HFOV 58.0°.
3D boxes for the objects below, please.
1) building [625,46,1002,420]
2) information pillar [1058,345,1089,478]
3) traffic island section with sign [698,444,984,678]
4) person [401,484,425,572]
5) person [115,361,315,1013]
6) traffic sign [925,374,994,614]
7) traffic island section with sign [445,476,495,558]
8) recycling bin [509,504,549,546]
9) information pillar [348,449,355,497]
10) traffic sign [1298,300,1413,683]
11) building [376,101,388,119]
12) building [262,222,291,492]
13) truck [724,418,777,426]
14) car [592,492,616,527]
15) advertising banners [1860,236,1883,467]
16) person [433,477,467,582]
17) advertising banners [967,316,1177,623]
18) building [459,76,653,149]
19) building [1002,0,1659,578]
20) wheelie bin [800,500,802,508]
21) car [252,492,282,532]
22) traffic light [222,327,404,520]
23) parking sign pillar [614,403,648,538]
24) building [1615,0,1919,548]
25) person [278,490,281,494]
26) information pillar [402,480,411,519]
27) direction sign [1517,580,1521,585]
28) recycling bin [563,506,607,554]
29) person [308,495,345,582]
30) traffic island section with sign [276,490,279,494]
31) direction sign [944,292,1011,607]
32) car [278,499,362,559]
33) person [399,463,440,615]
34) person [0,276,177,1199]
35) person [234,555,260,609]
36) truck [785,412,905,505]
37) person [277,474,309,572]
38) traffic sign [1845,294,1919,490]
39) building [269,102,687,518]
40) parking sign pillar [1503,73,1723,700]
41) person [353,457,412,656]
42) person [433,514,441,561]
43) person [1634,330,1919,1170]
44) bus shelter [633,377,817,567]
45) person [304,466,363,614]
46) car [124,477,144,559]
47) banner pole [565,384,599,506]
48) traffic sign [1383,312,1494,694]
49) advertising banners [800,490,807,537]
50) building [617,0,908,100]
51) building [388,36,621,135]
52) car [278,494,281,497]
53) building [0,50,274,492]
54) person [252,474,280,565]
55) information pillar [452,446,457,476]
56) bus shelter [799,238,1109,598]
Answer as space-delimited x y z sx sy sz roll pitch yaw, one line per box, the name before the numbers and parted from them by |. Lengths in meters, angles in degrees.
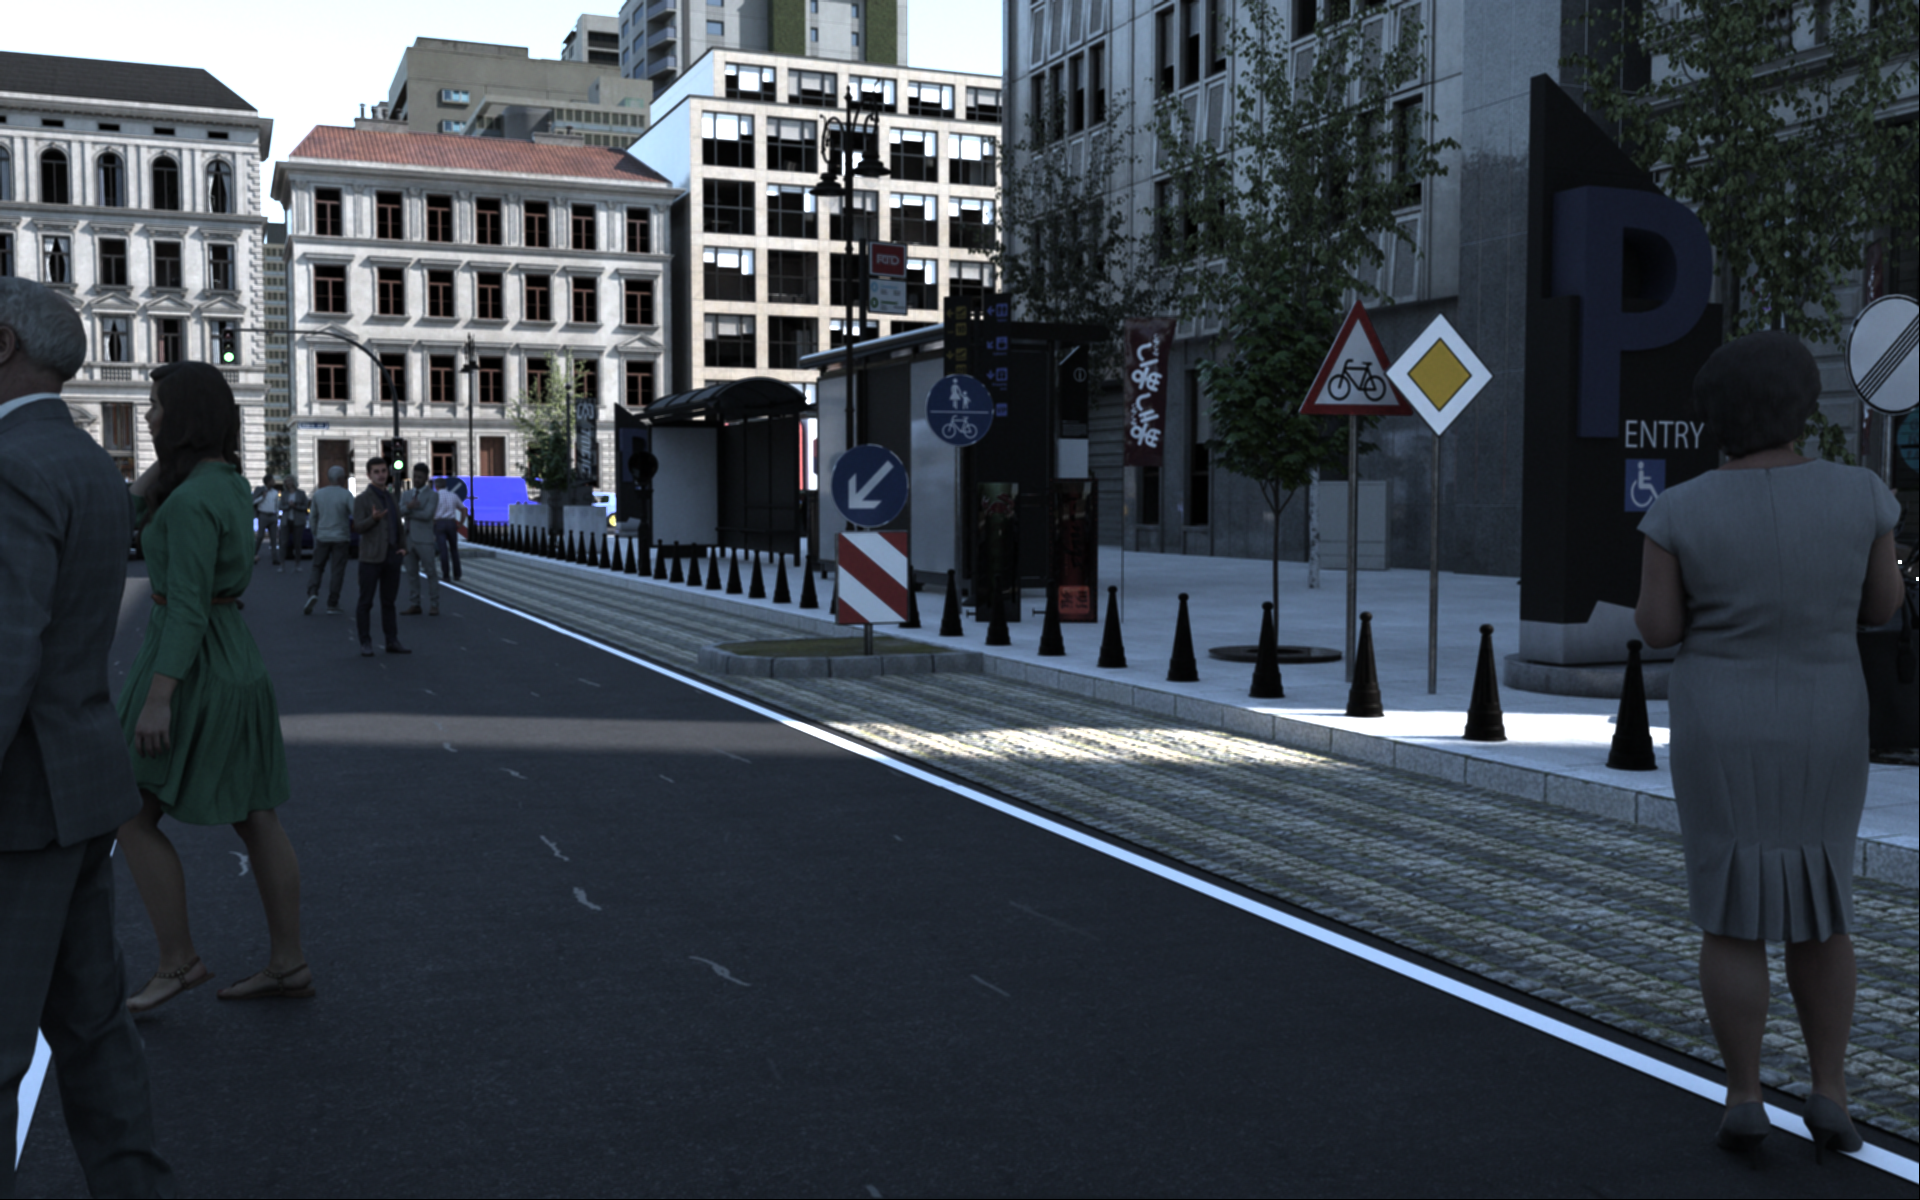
building | -3.004 -18.769 111.395 34.151 26.468 19.350 -1 4 -23
information pillar | 1.712 -2.119 26.008 0.504 3.616 0.183 -2 4 -26
traffic island section with sign | -1.104 -0.352 14.387 1.989 1.847 2.006 -1 4 -23
person | -10.027 -1.395 31.899 0.643 1.750 0.593 2 4 28
person | -2.084 0.242 4.786 0.529 1.795 0.600 -1 4 -20
traffic sign | -0.019 -1.122 18.456 0.768 2.556 0.104 -1 4 -19
traffic island section with sign | -11.668 -1.869 39.194 1.989 1.847 2.006 -1 4 -23
recycling bin | -10.776 -1.878 43.264 0.722 1.027 0.722 3 5 41
information pillar | -31.384 -5.993 89.335 0.183 3.616 0.504 1 4 10
traffic sign | 2.658 -0.717 11.722 0.884 2.594 0.081 -1 4 -20
building | -70.915 -43.632 255.386 28.212 58.520 21.231 -1 4 -23
building | -97.212 -34.203 251.092 23.993 40.220 32.217 -1 4 -23
truck | -6.580 -4.660 65.104 11.283 4.237 2.839 -2 4 -24
car | -16.362 -3.982 74.689 3.694 1.707 1.945 -2 4 -25
advertising banners | 6.573 -1.017 12.818 0.090 3.025 2.074 1 4 19
person | -8.459 -1.158 28.369 0.756 1.711 0.436 -2 4 -33
advertising banners | 1.101 -1.285 17.194 2.074 3.025 0.090 0 4 7
building | -33.997 -28.961 165.389 32.217 40.220 23.993 -1 4 -23
building | 10.466 -13.373 36.663 12.078 24.808 19.932 -1 4 -23
wheelie bin | -4.006 -1.879 38.625 0.980 1.594 0.693 0 4 -2
car | -23.167 -2.889 56.830 3.694 1.707 1.945 -1 4 -22
traffic light | -17.912 -4.501 48.263 4.771 5.953 1.251 -1 4 -23
parking sign pillar | -9.543 -3.847 51.376 1.447 3.967 1.447 -2 4 -31
building | 17.744 -11.543 17.605 11.050 23.489 19.941 -1 4 -23
person | -54.703 -7.951 139.207 1.217 1.735 0.721 0 4 -5
information pillar | -27.980 -5.084 87.617 0.304 2.012 0.304 3 5 41
direction sign | 8.117 -1.989 24.516 0.379 3.537 0.876 1 4 23
recycling bin | -8.099 -1.523 37.453 0.722 1.027 0.722 -3 4 -37
person | -10.348 -1.019 28.395 0.776 1.435 0.726 0 4 3
traffic island section with sign | -74.380 -10.869 186.343 1.989 1.847 2.006 -1 4 -23
direction sign | 0.194 -1.698 19.760 0.876 3.537 0.379 2 4 32
car | -14.656 -1.653 39.609 1.945 1.354 3.894 -1 4 -23
person | -6.433 -0.724 20.515 0.511 1.800 0.466 0 4 3
person | -1.696 0.349 2.971 0.590 1.801 0.661 -1 4 -11
person | -9.085 -0.311 21.502 0.695 0.859 0.347 -3 5 -39
truck | -3.625 -4.412 61.054 11.283 4.237 2.839 -2 4 -24
person | -12.336 -1.429 32.049 0.537 1.800 0.526 0 4 -6
traffic sign | 5.957 -0.676 11.155 0.768 2.556 0.104 -1 4 -16
building | -27.088 -15.968 97.240 21.152 22.565 11.583 -1 4 -23
parking sign pillar | 4.361 -1.401 11.383 1.447 3.967 1.447 -1 4 -23
person | -5.073 -0.389 15.389 0.750 1.759 0.617 3 5 43
person | -11.267 -1.396 36.825 0.738 1.151 1.012 -3 5 -40
person | 1.837 0.311 3.775 0.716 1.782 0.532 1 4 16
bus shelter | -4.502 -2.360 32.505 2.014 3.302 5.546 -2 4 -23
person | -7.427 -0.719 20.737 0.782 1.767 0.515 0 4 1
car | -19.397 -1.862 39.123 2.281 1.827 5.304 -2 4 -25
banner pole | -8.713 -3.035 39.644 0.863 3.779 0.401 -1 4 -11
traffic sign | 3.033 -0.604 11.063 0.795 2.450 0.064 -1 4 -17
advertising banners | -4.036 -3.371 51.301 2.074 3.025 0.090 0 4 -8
building | -22.023 -39.957 195.303 28.212 58.520 21.231 -1 4 -23
building | -48.378 -34.287 184.294 21.300 48.544 21.600 -1 4 -23
car | -28.841 -3.734 71.273 3.980 1.641 2.015 -2 4 -25
building | -45.700 -15.879 88.492 19.941 23.489 11.050 -1 4 -23
person | -14.165 -1.632 35.284 0.850 1.850 0.679 2 4 34
information pillar | -24.650 -5.697 84.505 0.183 3.616 0.504 -3 4 -36
bus shelter | -0.807 -2.901 25.064 2.179 5.291 8.768 -1 4 -23
